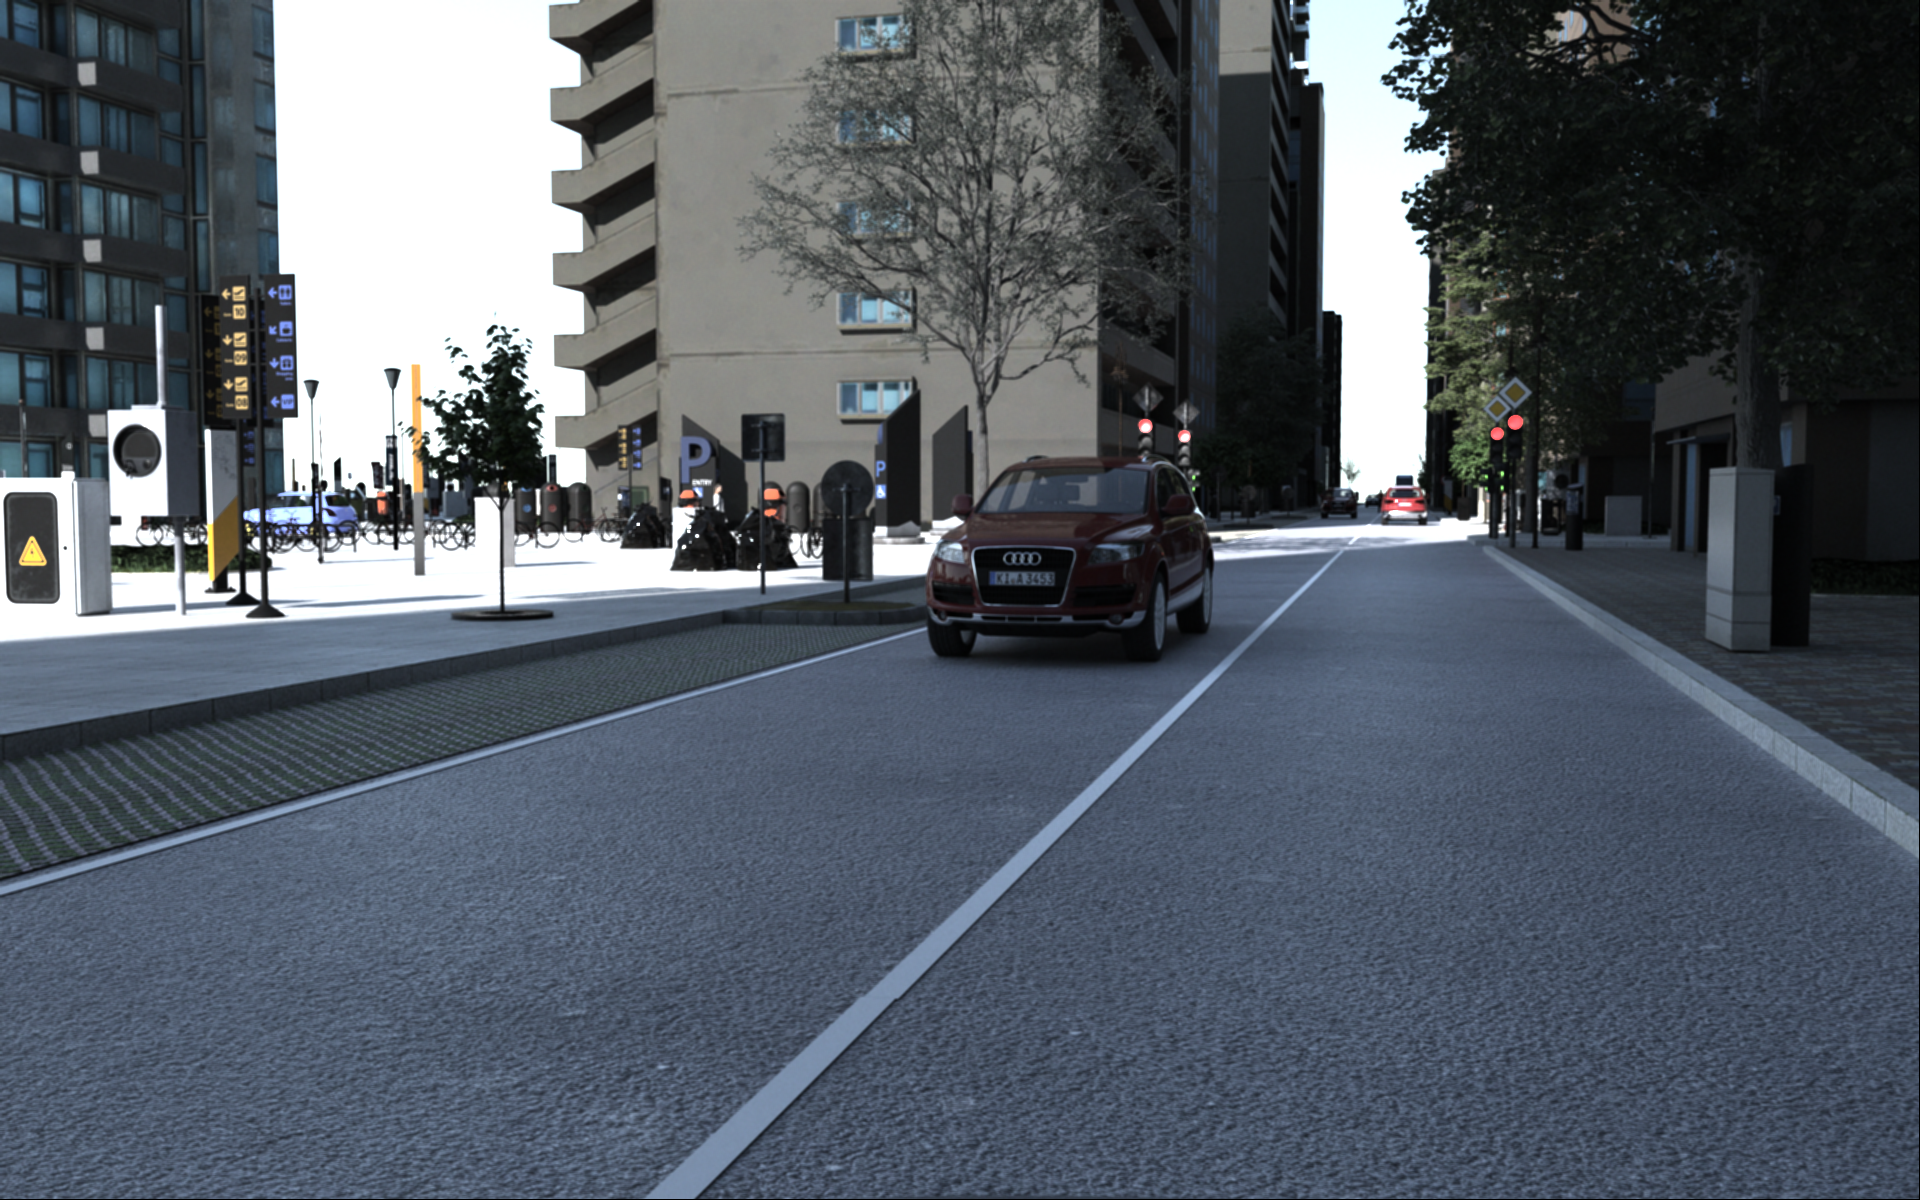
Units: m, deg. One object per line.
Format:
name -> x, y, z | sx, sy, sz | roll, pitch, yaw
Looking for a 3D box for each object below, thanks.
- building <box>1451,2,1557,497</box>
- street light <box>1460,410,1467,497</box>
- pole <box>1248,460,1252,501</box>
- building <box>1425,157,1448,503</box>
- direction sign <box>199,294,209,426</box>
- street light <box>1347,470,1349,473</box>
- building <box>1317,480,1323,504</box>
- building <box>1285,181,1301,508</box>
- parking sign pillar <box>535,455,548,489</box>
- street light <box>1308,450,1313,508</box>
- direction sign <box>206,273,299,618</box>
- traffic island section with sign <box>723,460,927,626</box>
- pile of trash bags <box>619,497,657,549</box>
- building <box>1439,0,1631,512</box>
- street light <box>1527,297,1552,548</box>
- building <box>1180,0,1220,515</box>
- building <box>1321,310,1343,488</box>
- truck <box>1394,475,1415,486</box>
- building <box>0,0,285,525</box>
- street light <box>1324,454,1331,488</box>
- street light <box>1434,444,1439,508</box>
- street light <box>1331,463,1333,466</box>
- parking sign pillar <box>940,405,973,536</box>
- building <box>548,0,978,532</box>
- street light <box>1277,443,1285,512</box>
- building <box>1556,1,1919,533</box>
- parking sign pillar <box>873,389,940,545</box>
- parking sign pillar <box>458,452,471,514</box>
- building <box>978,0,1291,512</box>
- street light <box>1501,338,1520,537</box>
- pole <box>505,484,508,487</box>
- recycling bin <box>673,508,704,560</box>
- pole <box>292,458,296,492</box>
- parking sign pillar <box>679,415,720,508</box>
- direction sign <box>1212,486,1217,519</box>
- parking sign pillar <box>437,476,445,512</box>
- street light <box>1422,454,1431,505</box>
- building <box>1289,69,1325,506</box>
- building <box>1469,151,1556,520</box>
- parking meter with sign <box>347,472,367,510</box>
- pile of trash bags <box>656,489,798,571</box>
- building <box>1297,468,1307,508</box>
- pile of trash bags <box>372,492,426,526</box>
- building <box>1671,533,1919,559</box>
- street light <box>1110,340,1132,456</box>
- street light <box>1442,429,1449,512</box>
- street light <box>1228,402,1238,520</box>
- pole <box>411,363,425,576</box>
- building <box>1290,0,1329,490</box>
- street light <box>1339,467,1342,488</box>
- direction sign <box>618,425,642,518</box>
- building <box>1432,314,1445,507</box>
building -> 50.107, -29.349, 134.475 | 22.147, 44.769, 28.867 | 1, 4, 14
street light -> 25.218, -6.969, 86.724 | 0.468, 5.910, 1.993 | 1, 4, 14
pole -> 17.263, -6.684, 103.134 | 0.158, 3.312, 0.155 | 0, 3, 0
building -> 76.618, -37.846, 242.476 | 21.300, 48.544, 21.600 | 1, 4, 14
direction sign -> -8.337, -1.715, 20.042 | 0.379, 3.537, 0.876 | 3, 4, 36
street light -> 61.744, -18.521, 275.604 | 0.468, 5.910, 1.993 | 1, 4, 14
building -> 30.348, -32.486, 223.025 | 32.217, 40.220, 23.993 | 1, 4, 14
building -> 22.770, -23.436, 154.876 | 14.160, 30.474, 14.107 | 1, 4, 14
parking sign pillar -> -28.925, -7.961, 118.634 | 1.447, 3.967, 1.447 | -3, 5, -43
street light -> 32.546, -11.506, 160.905 | 0.468, 5.910, 1.993 | 1, 4, 14
direction sign -> -7.243, -1.587, 17.949 | 0.876, 3.537, 0.379 | 1, 4, 13
traffic island section with sign -> -1.416, -0.678, 19.715 | 1.989, 1.847, 2.006 | 1, 4, 14
pile of trash bags -> -6.962, -1.972, 42.000 | 1.912, 1.369, 3.447 | 0, 4, 7
building -> 51.247, -30.976, 156.569 | 14.600, 45.320, 14.200 | 1, 4, 14
street light -> 13.607, -4.160, 40.801 | 0.468, 5.910, 1.993 | 1, 4, 14
building -> 7.171, -27.480, 99.414 | 14.600, 45.320, 14.200 | 1, 4, 14
building -> 51.950, -30.439, 269.385 | 14.160, 30.474, 14.107 | 1, 4, 14
truck -> 60.728, -15.109, 236.795 | 2.967, 4.110, 18.799 | 1, 4, 15
building -> -47.847, -27.951, 76.606 | 30.456, 49.044, 23.786 | 1, 4, 14
street light -> 41.233, -13.597, 195.104 | 0.468, 5.910, 1.993 | 1, 4, 14
street light -> 44.145, -11.487, 160.595 | 0.468, 5.910, 1.993 | 1, 4, 14
street light -> 44.228, -14.310, 206.757 | 0.468, 5.910, 1.993 | 1, 4, 14
parking sign pillar -> -0.221, -3.955, 53.141 | 1.447, 3.967, 1.447 | 3, 4, 39
building -> -3.259, -27.176, 68.023 | 21.300, 48.544, 21.600 | 1, 4, 14
street light -> 22.608, -9.120, 121.894 | 0.468, 5.910, 1.993 | 1, 4, 14
building -> 31.441, -25.575, 68.265 | 14.600, 45.320, 14.200 | 1, 4, 14
parking sign pillar -> -1.587, -3.411, 44.239 | 1.447, 3.967, 1.447 | 3, 5, 40
parking sign pillar -> -29.826, -7.133, 105.103 | 1.447, 3.967, 1.447 | 2, 4, 29
building -> 14.572, -31.420, 137.424 | 21.300, 48.544, 21.600 | 1, 4, 14
street light -> 16.371, -4.821, 51.614 | 0.468, 5.910, 1.993 | 1, 4, 14
pole -> -20.374, -5.130, 77.712 | 0.158, 3.312, 0.155 | 0, 3, 0
recycling bin -> -4.882, -1.180, 31.845 | 0.722, 1.027, 0.722 | -1, 4, -16
pole -> -37.521, -6.344, 97.565 | 0.158, 3.312, 0.155 | 0, 3, 0
parking sign pillar -> -8.790, -4.282, 58.487 | 1.447, 3.967, 1.447 | 1, 4, 13
direction sign -> 13.091, -5.905, 88.546 | 0.379, 3.537, 0.876 | 1, 4, 22
parking sign pillar -> -37.144, -8.286, 123.952 | 1.447, 3.967, 1.447 | -1, 4, -20
street light -> 55.819, -14.319, 206.906 | 0.468, 5.910, 1.993 | 1, 4, 14
building -> 32.045, -32.894, 187.931 | 14.600, 45.320, 14.200 | 1, 4, 14
building -> 43.189, -15.376, 96.442 | 27.650, 21.520, 28.899 | 1, 4, 14
parking meter with sign -> -47.783, -8.659, 137.839 | 1.738, 3.016, 0.543 | 1, 4, 12
pile of trash bags -> -3.706, -1.252, 30.231 | 1.912, 1.369, 3.447 | 1, 4, 11
building -> 24.024, -44.828, 171.193 | 20.563, 71.187, 20.611 | 1, 4, 14
pile of trash bags -> -23.513, -3.807, 71.994 | 1.912, 1.369, 3.447 | 0, 4, -2
building -> 20.934, -23.241, 30.103 | 14.600, 45.320, 14.200 | 1, 4, 14
street light -> 4.839, -4.854, 52.144 | 0.468, 5.910, 1.993 | 1, 4, 14
street light -> 35.390, -9.396, 126.408 | 0.468, 5.910, 1.993 | 1, 4, 14
street light -> 13.717, -6.990, 87.069 | 0.468, 5.910, 1.993 | 1, 4, 14
pole -> -8.505, -2.039, 27.174 | 0.158, 3.312, 0.155 | 0, 3, 0
building -> 41.921, -57.145, 246.992 | 22.319, 86.520, 31.000 | 1, 4, 14
street light -> 52.960, -16.401, 240.944 | 0.468, 5.910, 1.993 | 1, 4, 14
direction sign -> -10.834, -3.970, 56.903 | 0.876, 3.537, 0.379 | 1, 4, 21
building -> 63.086, -20.325, 177.346 | 27.650, 21.520, 28.899 | 1, 4, 14
